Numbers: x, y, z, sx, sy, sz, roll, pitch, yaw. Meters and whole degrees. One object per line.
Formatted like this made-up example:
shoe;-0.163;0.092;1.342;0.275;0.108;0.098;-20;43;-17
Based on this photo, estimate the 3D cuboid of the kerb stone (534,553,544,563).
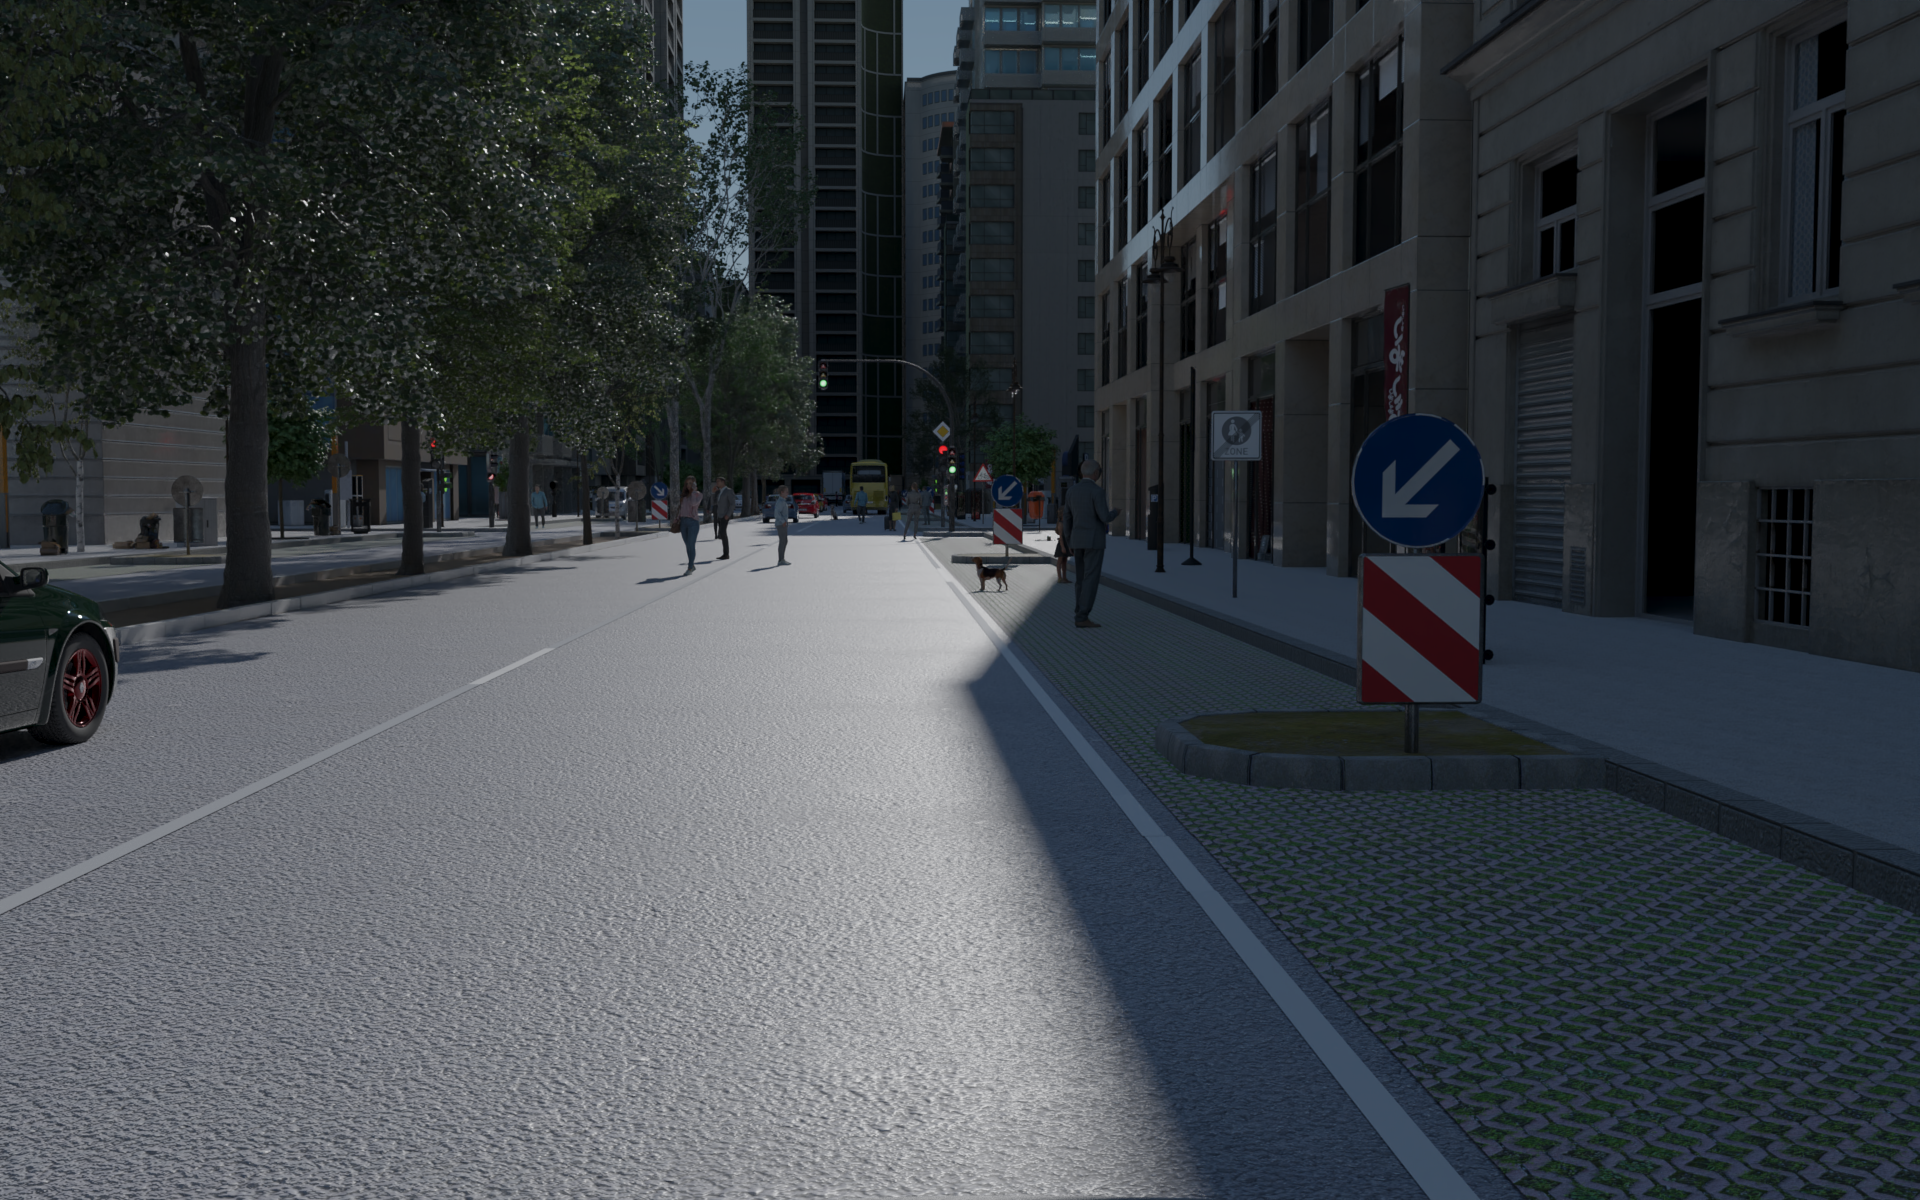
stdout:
kerb stone;-8.948;-0.862;36.347;0.120;0.150;1.000;0;4;-3

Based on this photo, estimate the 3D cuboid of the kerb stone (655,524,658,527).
kerb stone;-12.713;-3.021;71.596;0.120;0.150;1.000;0;4;-3

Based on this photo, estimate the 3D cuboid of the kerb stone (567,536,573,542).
kerb stone;-11.780;-1.801;51.649;0.120;0.150;1.000;0;4;-3

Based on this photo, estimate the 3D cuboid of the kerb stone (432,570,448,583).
kerb stone;-8.551;-0.364;28.156;0.120;0.150;1.000;0;4;-3

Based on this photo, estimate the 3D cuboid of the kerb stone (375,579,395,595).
kerb stone;-8.415;-0.176;25.071;0.120;0.150;1.000;0;4;-3

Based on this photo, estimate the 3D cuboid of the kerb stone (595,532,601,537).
kerb stone;-12.071;-2.177;57.783;0.120;0.150;1.000;0;4;-3

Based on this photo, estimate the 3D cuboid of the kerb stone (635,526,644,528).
kerb stone;-12.525;-2.771;67.499;0.120;0.150;1.000;0;4;-3

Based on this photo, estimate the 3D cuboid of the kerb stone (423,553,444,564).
kerb stone;-11.039;-0.860;36.262;0.120;0.150;1.000;0;4;-3

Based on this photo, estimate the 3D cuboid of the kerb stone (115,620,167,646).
kerb stone;-8.015;0.326;16.870;0.120;0.150;1.000;0;4;-3

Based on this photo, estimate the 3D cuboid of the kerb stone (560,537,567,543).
kerb stone;-11.728;-1.736;50.629;0.120;0.150;1.000;0;4;-3

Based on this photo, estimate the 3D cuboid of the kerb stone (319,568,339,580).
kerb stone;-10.699;-0.422;29.101;0.120;0.150;1.000;0;4;-3

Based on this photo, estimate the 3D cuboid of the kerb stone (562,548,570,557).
kerb stone;-9.092;-1.051;39.424;0.120;0.150;1.000;0;4;-3

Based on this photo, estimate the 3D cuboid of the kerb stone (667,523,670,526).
kerb stone;-12.915;-3.273;75.706;0.120;0.150;1.000;0;4;-3

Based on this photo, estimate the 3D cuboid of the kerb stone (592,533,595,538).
kerb stone;-11.968;-2.049;55.742;0.120;0.150;1.000;0;4;-3

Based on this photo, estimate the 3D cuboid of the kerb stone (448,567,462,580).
kerb stone;-8.609;-0.424;29.178;0.120;0.150;1.000;0;4;-3

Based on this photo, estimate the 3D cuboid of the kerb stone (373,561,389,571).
kerb stone;-10.856;-0.610;32.169;0.120;0.150;1.000;0;4;-3

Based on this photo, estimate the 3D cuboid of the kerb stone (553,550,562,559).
kerb stone;-9.039;-0.986;38.394;0.120;0.150;1.000;0;4;-3

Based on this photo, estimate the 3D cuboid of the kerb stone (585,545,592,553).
kerb stone;-9.232;-1.241;42.488;0.120;0.150;1.000;0;4;-3

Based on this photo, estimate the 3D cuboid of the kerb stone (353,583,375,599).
kerb stone;-8.366;-0.113;24.038;0.120;0.150;1.000;0;4;-3

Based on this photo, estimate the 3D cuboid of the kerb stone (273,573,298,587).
kerb stone;-10.613;-0.296;27.042;0.120;0.150;1.000;0;4;-3

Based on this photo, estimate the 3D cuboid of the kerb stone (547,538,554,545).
kerb stone;-11.625;-1.613;48.573;0.120;0.150;1.000;0;4;-3

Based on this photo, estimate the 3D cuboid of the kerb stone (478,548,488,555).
kerb stone;-11.232;-1.102;40.358;0.120;0.150;1.000;0;4;-3

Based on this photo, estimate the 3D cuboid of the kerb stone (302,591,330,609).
kerb stone;-8.259;0.012;21.993;0.120;0.150;1.000;0;4;-3

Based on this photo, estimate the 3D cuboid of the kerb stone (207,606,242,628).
kerb stone;-8.114;0.204;18.917;0.120;0.150;1.000;0;4;-3

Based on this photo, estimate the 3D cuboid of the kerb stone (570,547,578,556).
kerb stone;-9.138;-1.115;40.444;0.120;0.150;1.000;0;4;-3

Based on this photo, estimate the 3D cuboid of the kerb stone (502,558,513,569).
kerb stone;-8.799;-0.678;33.280;0.120;0.150;1.000;0;4;-3

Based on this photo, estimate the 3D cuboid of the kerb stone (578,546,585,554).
kerb stone;-9.184;-1.179;41.465;0.120;0.150;1.000;0;4;-3

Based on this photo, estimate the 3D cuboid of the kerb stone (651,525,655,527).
kerb stone;-12.669;-2.959;70.575;0.120;0.150;1.000;0;4;-3

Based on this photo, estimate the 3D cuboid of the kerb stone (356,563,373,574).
kerb stone;-10.815;-0.547;31.145;0.120;0.150;1.000;0;4;-3

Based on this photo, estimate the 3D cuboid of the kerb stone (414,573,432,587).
kerb stone;-8.503;-0.301;27.122;0.120;0.150;1.000;0;4;-3

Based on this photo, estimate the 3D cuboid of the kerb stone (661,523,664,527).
kerb stone;-12.819;-3.147;73.642;0.120;0.150;1.000;0;4;-3

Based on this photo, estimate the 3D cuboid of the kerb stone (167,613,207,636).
kerb stone;-8.064;0.266;17.896;0.120;0.150;1.000;0;4;-3

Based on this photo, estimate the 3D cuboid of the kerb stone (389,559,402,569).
kerb stone;-10.908;-0.673;33.192;0.120;0.150;1.000;0;4;-3

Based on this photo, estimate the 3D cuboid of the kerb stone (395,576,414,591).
kerb stone;-8.460;-0.239;26.101;0.120;0.150;1.000;0;4;-3

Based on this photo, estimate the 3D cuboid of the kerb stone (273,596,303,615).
kerb stone;-8.215;0.075;20.965;0.120;0.150;1.000;0;4;-3

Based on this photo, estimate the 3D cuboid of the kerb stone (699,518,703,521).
kerb stone;-13.690;-4.274;92.072;0.120;0.150;1.000;0;4;-3

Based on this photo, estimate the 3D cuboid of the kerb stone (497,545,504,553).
kerb stone;-11.331;-1.236;42.401;0.120;0.150;1.000;0;4;-3

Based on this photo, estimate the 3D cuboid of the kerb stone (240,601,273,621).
kerb stone;-8.172;0.138;19.944;0.120;0.150;1.000;0;4;-3

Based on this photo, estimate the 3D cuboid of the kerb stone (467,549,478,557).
kerb stone;-11.188;-1.048;39.330;0.120;0.150;1.000;0;4;-3

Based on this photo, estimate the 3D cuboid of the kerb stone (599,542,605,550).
kerb stone;-9.336;-1.365;44.530;0.120;0.150;1.000;0;4;-3

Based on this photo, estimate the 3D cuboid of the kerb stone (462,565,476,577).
kerb stone;-8.660;-0.489;30.199;0.120;0.150;1.000;0;4;-3

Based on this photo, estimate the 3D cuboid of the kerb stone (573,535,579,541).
kerb stone;-11.817;-1.864;52.671;0.120;0.150;1.000;0;4;-3

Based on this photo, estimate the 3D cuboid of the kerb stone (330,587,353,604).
kerb stone;-8.311;-0.050;23.015;0.120;0.150;1.000;0;4;-3

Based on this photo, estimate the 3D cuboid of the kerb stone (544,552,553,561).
kerb stone;-8.999;-0.925;37.372;0.120;0.150;1.000;0;4;-3

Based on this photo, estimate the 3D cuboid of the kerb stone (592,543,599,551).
kerb stone;-9.280;-1.303;43.509;0.120;0.150;1.000;0;4;-3

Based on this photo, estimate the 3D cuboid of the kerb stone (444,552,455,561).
kerb stone;-11.100;-0.923;37.283;0.120;0.150;1.000;0;4;-3

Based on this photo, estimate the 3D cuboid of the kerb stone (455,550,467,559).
kerb stone;-11.134;-0.985;38.308;0.120;0.150;1.000;0;4;-3

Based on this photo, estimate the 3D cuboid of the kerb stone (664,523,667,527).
kerb stone;-12.869;-3.205;74.681;0.120;0.150;1.000;0;4;-3

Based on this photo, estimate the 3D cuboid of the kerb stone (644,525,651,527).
kerb stone;-12.618;-2.897;69.554;0.120;0.150;1.000;0;4;-3

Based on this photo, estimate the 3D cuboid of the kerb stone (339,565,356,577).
kerb stone;-10.761;-0.485;30.125;0.120;0.150;1.000;0;4;-3

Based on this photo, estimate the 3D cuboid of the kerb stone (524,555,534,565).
kerb stone;-8.898;-0.797;35.327;0.120;0.150;1.000;0;4;-3

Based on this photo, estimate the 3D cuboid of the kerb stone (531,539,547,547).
kerb stone;-11.576;-1.548;47.540;0.120;0.150;1.000;0;4;-3

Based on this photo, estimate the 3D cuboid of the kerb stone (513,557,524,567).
kerb stone;-8.851;-0.740;34.300;0.120;0.150;1.000;0;4;-3

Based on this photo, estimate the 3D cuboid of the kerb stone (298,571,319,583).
kerb stone;-10.660;-0.359;28.069;0.120;0.150;1.000;0;4;-3

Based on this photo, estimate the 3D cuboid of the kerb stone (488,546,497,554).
kerb stone;-11.286;-1.171;41.379;0.120;0.150;1.000;0;4;-3

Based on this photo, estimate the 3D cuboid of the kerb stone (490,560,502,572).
kerb stone;-8.750;-0.614;32.252;0.120;0.150;1.000;0;4;-3

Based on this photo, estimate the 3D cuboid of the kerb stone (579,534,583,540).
kerb stone;-11.864;-1.927;53.701;0.120;0.150;1.000;0;4;-3

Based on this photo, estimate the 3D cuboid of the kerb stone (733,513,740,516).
kerb stone;-14.716;-5.590;113.589;0.120;0.150;1.000;0;4;-3

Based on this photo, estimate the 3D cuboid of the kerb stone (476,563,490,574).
kerb stone;-8.703;-0.553;31.231;0.120;0.150;1.000;0;4;-3

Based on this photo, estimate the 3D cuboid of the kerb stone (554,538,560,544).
kerb stone;-11.672;-1.676;49.601;0.120;0.150;1.000;0;4;-3
